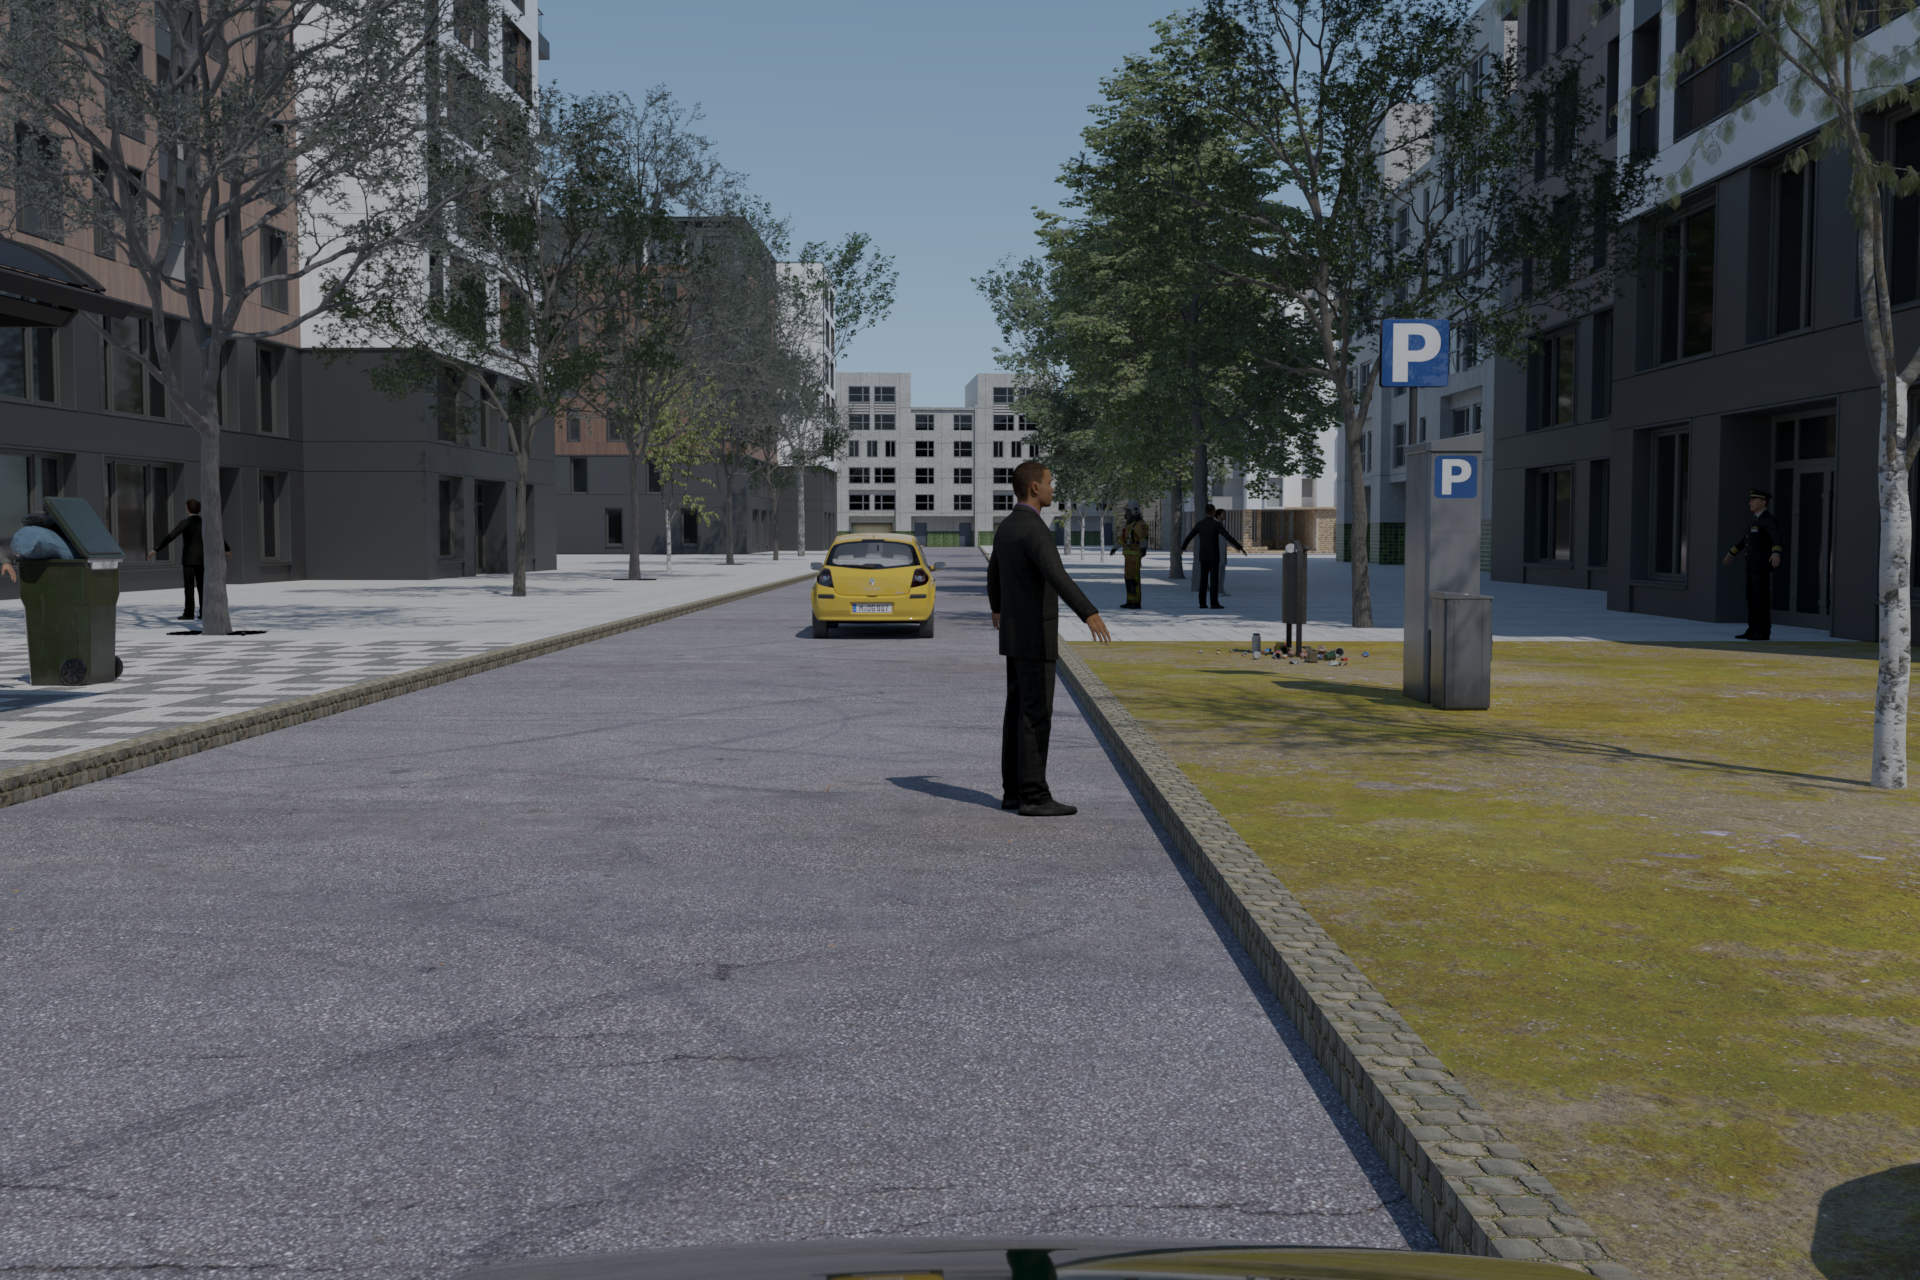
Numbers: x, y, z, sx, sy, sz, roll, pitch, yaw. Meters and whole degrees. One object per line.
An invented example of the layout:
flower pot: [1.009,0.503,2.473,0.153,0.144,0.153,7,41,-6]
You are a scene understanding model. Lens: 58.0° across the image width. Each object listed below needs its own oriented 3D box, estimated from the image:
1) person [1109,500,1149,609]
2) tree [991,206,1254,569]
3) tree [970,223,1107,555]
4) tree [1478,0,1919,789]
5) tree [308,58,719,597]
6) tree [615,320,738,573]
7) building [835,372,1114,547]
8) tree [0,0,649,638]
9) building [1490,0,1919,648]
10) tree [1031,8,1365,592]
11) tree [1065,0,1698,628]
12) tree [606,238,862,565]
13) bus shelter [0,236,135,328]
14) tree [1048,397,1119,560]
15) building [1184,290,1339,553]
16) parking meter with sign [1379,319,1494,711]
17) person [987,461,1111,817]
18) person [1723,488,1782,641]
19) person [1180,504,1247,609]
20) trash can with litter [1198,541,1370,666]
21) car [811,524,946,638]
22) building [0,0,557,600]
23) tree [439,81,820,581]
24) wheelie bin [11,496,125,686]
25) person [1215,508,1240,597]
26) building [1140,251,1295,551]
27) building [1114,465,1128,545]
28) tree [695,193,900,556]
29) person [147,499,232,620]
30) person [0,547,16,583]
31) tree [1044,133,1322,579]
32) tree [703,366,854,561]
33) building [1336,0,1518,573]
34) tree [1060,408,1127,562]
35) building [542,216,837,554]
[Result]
person: [2.938,-1.463,29.693,0.705,1.858,1.354,-1,4,-19]
tree: [6.310,-9.609,63.757,9.857,13.997,8.962,0,3,0]
tree: [7.288,-15.081,102.458,12.611,20.169,13.585,0,3,0]
tree: [4.912,-3.566,8.660,4.360,8.622,3.978,0,3,0]
tree: [-9.061,-6.151,34.979,8.767,10.594,7.601,0,4,-6]
tree: [-9.444,-6.481,56.328,4.737,8.622,4.395,0,3,0]
building: [1.267,-20.088,197.354,31.486,18.905,16.747,0,4,-5]
tree: [-9.531,-6.799,21.526,12.009,13.543,11.850,0,3,0]
building: [24.869,-11.416,30.622,27.936,21.610,32.646,0,4,1]
tree: [4.993,-7.365,38.546,7.486,12.596,7.792,0,3,0]
tree: [5.586,-5.466,23.786,8.767,10.594,7.601,0,4,7]
tree: [-9.627,-9.851,71.439,12.009,13.543,11.850,0,3,0]
bus shelter: [-6.777,-0.939,9.269,2.014,3.302,5.546,0,4,2]
tree: [6.077,-8.254,85.318,4.737,8.622,4.395,0,3,0]
building: [22.015,-16.656,128.743,16.016,20.090,11.380,0,4,1]
parking meter with sign: [3.692,-1.044,13.322,0.543,3.016,1.738,0,4,0]
person: [0.386,-0.014,8.911,0.704,1.802,1.346,-1,4,-21]
person: [9.638,-0.919,20.962,0.705,1.837,1.347,0,4,0]
person: [4.308,-1.440,29.762,1.346,1.802,0.704,3,5,42]
trash can with litter: [3.427,-0.417,17.873,1.678,1.210,2.233,0,4,-1]
car: [-1.210,-0.918,25.240,2.015,1.641,3.980,0,4,-1]
building: [-28.713,-12.324,45.478,27.936,21.610,32.646,0,4,1]
tree: [-8.940,-8.381,47.407,12.009,13.543,11.850,0,3,0]
wheelie bin: [-7.640,-0.422,14.813,0.693,1.594,0.980,0,4,1]
person: [5.363,-1.800,35.618,0.705,1.806,1.347,2,4,35]
building: [24.547,-18.927,140.386,19.493,23.208,18.063,0,3,0]
building: [25.329,-20.832,171.531,19.493,23.208,18.063,0,4,0]
tree: [-10.589,-14.852,98.715,12.611,20.169,13.585,0,3,0]
person: [-11.497,-1.210,25.973,0.705,1.806,1.347,2,4,34]
person: [-8.184,-0.460,13.789,1.348,1.796,0.705,0,4,-5]
tree: [6.263,-7.991,48.774,7.486,12.596,7.792,0,3,0]
tree: [-8.760,-9.148,83.990,8.767,10.594,7.601,2,4,26]
building: [25.776,-12.090,64.134,16.747,18.905,31.486,0,4,0]
tree: [6.608,-7.839,78.533,4.360,8.622,3.978,0,3,0]
building: [-24.248,-17.371,127.989,27.936,21.610,32.646,0,4,0]
